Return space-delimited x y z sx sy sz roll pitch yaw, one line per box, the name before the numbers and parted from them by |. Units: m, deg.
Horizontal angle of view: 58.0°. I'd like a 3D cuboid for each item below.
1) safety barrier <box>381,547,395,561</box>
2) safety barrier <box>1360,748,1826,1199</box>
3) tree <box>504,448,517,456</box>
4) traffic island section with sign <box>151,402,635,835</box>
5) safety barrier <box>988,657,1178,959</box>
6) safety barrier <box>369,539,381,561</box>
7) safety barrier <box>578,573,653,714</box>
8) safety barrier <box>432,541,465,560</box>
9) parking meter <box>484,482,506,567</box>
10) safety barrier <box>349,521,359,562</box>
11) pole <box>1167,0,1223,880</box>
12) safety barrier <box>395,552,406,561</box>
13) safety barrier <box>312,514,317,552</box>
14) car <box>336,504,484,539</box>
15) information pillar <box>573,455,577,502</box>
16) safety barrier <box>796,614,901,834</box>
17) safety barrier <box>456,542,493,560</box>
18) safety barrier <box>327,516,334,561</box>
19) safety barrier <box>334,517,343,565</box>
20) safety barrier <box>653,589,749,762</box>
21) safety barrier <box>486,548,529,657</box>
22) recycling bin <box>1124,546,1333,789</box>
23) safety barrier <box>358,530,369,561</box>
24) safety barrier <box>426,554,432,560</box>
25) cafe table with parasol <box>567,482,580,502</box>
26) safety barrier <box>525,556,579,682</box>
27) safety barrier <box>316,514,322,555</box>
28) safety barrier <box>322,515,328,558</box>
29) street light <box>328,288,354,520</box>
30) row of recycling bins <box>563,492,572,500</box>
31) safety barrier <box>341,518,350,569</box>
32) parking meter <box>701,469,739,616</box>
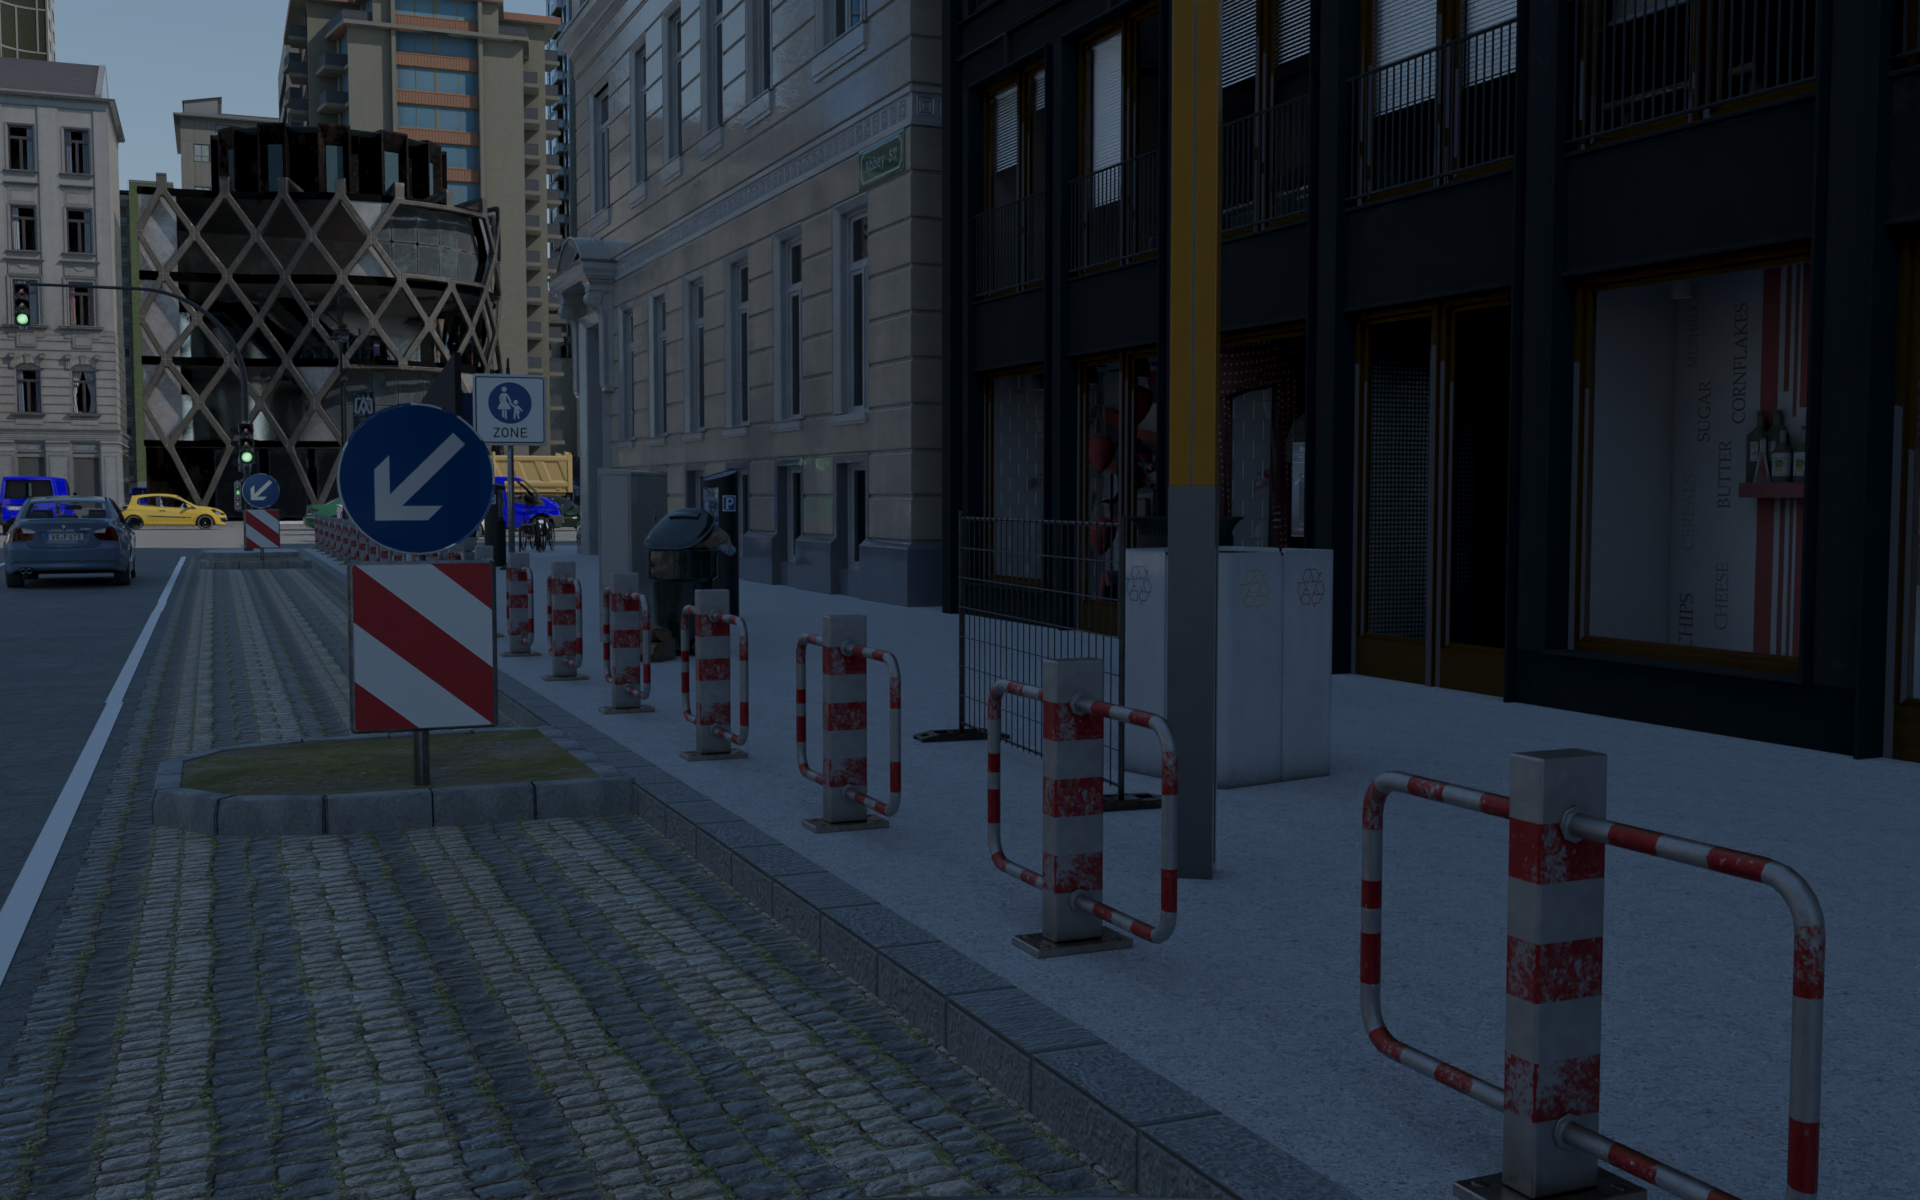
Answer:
safety barrier | -7.292 -0.506 22.549 0.300 0.817 1.120 -2 4 -23
safety barrier | 1.072 0.682 3.125 0.300 0.817 1.120 -2 4 -23
tree | -31.598 -8.339 120.056 4.285 4.588 4.351 0 3 0
traffic island section with sign | -2.752 0.025 8.216 1.989 1.847 2.006 -2 4 -23
safety barrier | 0.319 0.574 4.888 0.300 0.817 1.120 -2 4 -23
safety barrier | -8.057 -0.614 24.320 0.300 0.817 1.120 -2 4 -23
safety barrier | -1.966 0.250 10.186 0.300 0.817 1.120 -2 4 -23
safety barrier | -5.013 -0.183 17.260 0.300 0.817 1.120 -2 4 -23
parking meter | -8.235 -1.362 30.673 0.372 1.533 0.369 0 3 0
safety barrier | -9.573 -0.830 27.842 0.300 0.817 1.120 -2 4 -23
pole | 0.780 -0.728 5.749 0.158 3.312 0.155 0 3 0
safety barrier | -6.533 -0.398 20.787 0.300 0.817 1.120 -2 4 -23
safety barrier | -14.145 -1.478 38.448 0.300 0.817 1.120 -2 4 -23
car | -16.640 -2.499 53.224 4.827 1.381 2.083 -1 4 -22
information pillar | -22.752 -6.818 102.836 0.504 3.616 0.183 -3 4 -38
safety barrier | -0.442 0.467 6.648 0.300 0.817 1.120 -2 4 -23
safety barrier | -4.253 -0.075 15.500 0.300 0.817 1.120 -2 4 -23
safety barrier | -11.860 -1.155 33.153 0.300 0.817 1.120 -2 4 -23
safety barrier | -11.100 -1.046 31.385 0.300 0.817 1.120 -2 4 -23
safety barrier | -1.200 0.359 8.409 0.300 0.817 1.120 -2 4 -23
safety barrier | -3.490 0.034 13.722 0.300 0.817 1.120 -2 4 -23
recycling bin | 1.215 0.281 7.967 0.722 1.027 0.722 -2 4 -35
safety barrier | -8.813 -0.722 26.082 0.300 0.817 1.120 -2 4 -23
safety barrier | -5.775 -0.291 19.026 0.300 0.817 1.120 -2 4 -23
cafe table with parasol | -29.948 -7.796 132.328 2.610 1.966 2.610 -2 4 -31
safety barrier | -2.733 0.142 11.956 0.300 0.817 1.120 -2 4 -23
safety barrier | -13.378 -1.370 36.674 0.300 0.817 1.120 -2 4 -23
safety barrier | -12.619 -1.262 34.913 0.300 0.817 1.120 -2 4 -23
street light | -13.904 -4.050 39.000 0.468 5.910 1.993 -2 4 -23
row of recycling bins | -22.393 -5.921 103.921 3.534 1.692 1.069 -1 4 -19
safety barrier | -10.339 -0.938 29.619 0.300 0.817 1.120 -2 4 -23
parking meter | -2.450 -0.569 17.710 0.372 1.533 0.369 0 3 0
